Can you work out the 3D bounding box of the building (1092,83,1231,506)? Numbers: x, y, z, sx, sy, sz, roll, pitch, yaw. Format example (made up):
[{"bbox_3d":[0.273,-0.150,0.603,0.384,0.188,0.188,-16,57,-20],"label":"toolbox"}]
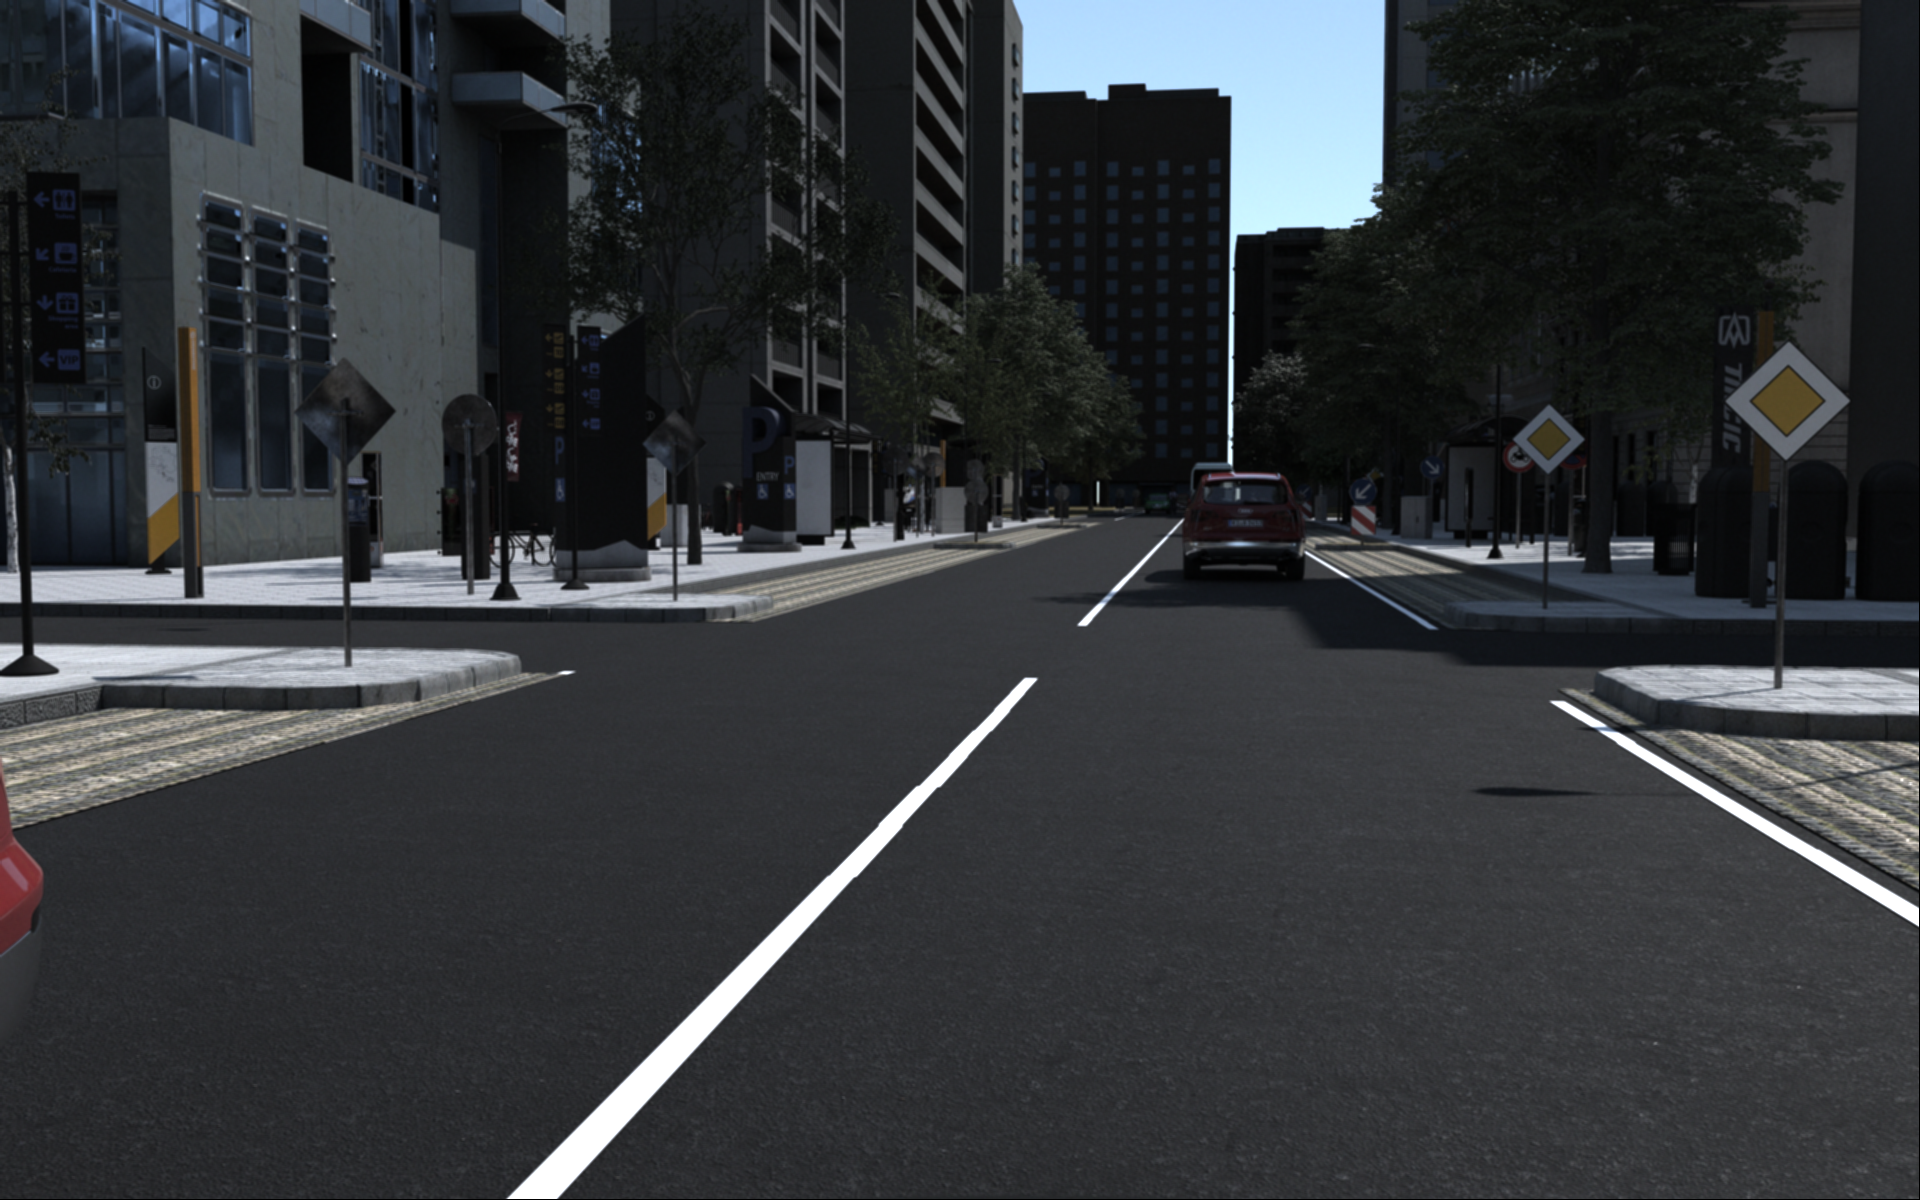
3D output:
[{"bbox_3d":[22.627,-33.151,192.137,14.200,45.320,14.600,0,4,8],"label":"building"}]

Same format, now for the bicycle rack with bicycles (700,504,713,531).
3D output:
[{"bbox_3d":[-9.839,-2.985,62.184,2.852,0.926,2.925,1,4,9],"label":"bicycle rack with bicycles"}]

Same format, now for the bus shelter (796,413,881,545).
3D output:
[{"bbox_3d":[-3.588,-3.185,45.991,2.014,3.302,5.546,0,4,8],"label":"bus shelter"}]

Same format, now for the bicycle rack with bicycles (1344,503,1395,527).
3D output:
[{"bbox_3d":[16.673,-3.303,67.394,2.852,0.926,2.925,-1,4,-17],"label":"bicycle rack with bicycles"}]

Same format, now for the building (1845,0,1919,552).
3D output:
[{"bbox_3d":[30.723,-14.442,29.631,24.014,27.812,14.314,0,4,8],"label":"building"}]

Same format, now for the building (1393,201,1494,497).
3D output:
[{"bbox_3d":[44.356,-16.513,115.021,27.650,21.520,28.899,0,4,8],"label":"building"}]

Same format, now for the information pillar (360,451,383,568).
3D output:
[{"bbox_3d":[-10.163,-1.556,29.930,0.304,2.012,0.304,-1,4,-9],"label":"information pillar"}]

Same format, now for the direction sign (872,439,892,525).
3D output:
[{"bbox_3d":[-3.285,-4.819,70.792,0.876,3.537,0.379,3,5,43],"label":"direction sign"}]

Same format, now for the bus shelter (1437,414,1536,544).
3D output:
[{"bbox_3d":[14.276,-3.232,46.765,2.014,3.302,5.546,0,4,8],"label":"bus shelter"}]

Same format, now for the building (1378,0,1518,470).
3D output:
[{"bbox_3d":[45.643,-36.743,142.739,21.231,58.520,28.212,0,4,8],"label":"building"}]

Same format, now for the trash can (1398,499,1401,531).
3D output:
[{"bbox_3d":[14.234,-2.661,55.166,0.748,1.137,0.748,0,3,0],"label":"trash can"}]

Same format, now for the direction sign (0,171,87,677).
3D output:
[{"bbox_3d":[-6.636,-1.238,12.237,0.876,3.537,0.379,-1,4,-11],"label":"direction sign"}]

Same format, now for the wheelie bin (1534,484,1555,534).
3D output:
[{"bbox_3d":[18.676,-2.904,55.389,0.980,1.594,0.693,1,4,23],"label":"wheelie bin"}]

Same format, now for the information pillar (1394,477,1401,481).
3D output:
[{"bbox_3d":[19.271,-4.398,76.404,0.304,2.012,0.304,0,4,3],"label":"information pillar"}]

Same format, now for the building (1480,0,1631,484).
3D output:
[{"bbox_3d":[32.995,-18.060,81.189,13.634,28.700,20.117,0,4,8],"label":"building"}]

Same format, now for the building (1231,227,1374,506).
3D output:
[{"bbox_3d":[37.106,-25.614,190.485,14.107,30.474,14.160,0,4,8],"label":"building"}]

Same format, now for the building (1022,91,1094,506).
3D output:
[{"bbox_3d":[8.455,-33.228,193.384,14.200,45.320,14.600,0,4,8],"label":"building"}]

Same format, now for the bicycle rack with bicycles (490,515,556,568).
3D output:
[{"bbox_3d":[-7.045,-1.032,30.256,2.852,0.926,2.925,1,4,23],"label":"bicycle rack with bicycles"}]

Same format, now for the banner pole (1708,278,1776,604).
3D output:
[{"bbox_3d":[9.165,-1.847,20.220,0.863,3.779,0.401,0,4,-1],"label":"banner pole"}]

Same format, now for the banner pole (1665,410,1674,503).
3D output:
[{"bbox_3d":[19.348,-3.500,47.235,0.401,3.779,0.863,1,4,11],"label":"banner pole"}]

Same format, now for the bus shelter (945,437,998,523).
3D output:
[{"bbox_3d":[0.479,-5.117,74.947,1.731,3.624,6.357,1,4,8],"label":"bus shelter"}]

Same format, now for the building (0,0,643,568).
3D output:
[{"bbox_3d":[-22.326,-44.743,44.214,22.319,86.520,31.000,0,4,8],"label":"building"}]

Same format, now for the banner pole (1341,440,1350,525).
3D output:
[{"bbox_3d":[15.879,-4.950,70.952,0.401,3.779,0.863,0,4,-1],"label":"banner pole"}]

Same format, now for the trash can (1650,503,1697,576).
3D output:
[{"bbox_3d":[11.298,-0.962,27.390,0.748,1.137,0.748,0,3,0],"label":"trash can"}]

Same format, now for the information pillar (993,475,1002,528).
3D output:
[{"bbox_3d":[1.423,-3.745,65.728,0.304,2.012,0.304,-1,4,-19],"label":"information pillar"}]

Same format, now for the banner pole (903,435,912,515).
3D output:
[{"bbox_3d":[-2.169,-4.962,71.151,0.401,3.779,0.863,-2,4,-33],"label":"banner pole"}]

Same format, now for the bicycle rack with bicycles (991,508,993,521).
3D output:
[{"bbox_3d":[0.205,-4.286,83.455,2.852,0.926,2.925,-1,4,-11],"label":"bicycle rack with bicycles"}]

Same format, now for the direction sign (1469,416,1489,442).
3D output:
[{"bbox_3d":[15.051,-3.568,50.329,0.876,3.537,0.379,-3,4,-37],"label":"direction sign"}]

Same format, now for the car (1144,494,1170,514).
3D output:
[{"bbox_3d":[14.160,-7.028,123.699,1.959,1.807,4.718,1,4,9],"label":"car"}]

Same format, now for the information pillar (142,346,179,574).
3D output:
[{"bbox_3d":[-12.812,-2.226,27.752,0.183,3.616,0.504,3,5,42],"label":"information pillar"}]

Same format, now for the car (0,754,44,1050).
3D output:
[{"bbox_3d":[-2.824,0.477,0.883,2.281,1.827,5.304,0,4,6],"label":"car"}]

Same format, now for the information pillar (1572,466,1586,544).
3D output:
[{"bbox_3d":[16.028,-2.465,44.792,0.304,2.012,0.304,3,5,40],"label":"information pillar"}]

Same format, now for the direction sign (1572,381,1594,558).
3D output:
[{"bbox_3d":[12.656,-2.624,34.904,0.876,3.537,0.379,-2,4,-28],"label":"direction sign"}]

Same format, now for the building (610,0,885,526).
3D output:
[{"bbox_3d":[-14.027,-39.103,77.584,20.563,71.187,20.611,0,4,8],"label":"building"}]

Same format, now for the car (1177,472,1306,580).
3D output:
[{"bbox_3d":[4.966,-1.341,30.597,2.281,1.827,5.304,0,4,8],"label":"car"}]

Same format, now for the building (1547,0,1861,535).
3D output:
[{"bbox_3d":[27.892,-12.081,62.152,10.561,19.102,19.286,0,4,8],"label":"building"}]

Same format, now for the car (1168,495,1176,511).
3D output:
[{"bbox_3d":[17.347,-8.185,146.407,1.945,1.354,3.894,1,4,9],"label":"car"}]

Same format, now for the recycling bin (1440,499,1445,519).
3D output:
[{"bbox_3d":[24.871,-4.624,88.161,0.722,1.027,0.722,-1,4,-16],"label":"recycling bin"}]

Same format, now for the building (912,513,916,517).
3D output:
[{"bbox_3d":[-11.652,-29.650,108.487,21.300,48.544,21.600,0,4,8],"label":"building"}]

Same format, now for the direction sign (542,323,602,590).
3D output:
[{"bbox_3d":[-5.188,-1.911,23.242,0.876,3.537,0.379,-3,5,-43],"label":"direction sign"}]

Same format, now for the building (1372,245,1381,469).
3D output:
[{"bbox_3d":[50.990,-25.457,187.918,14.107,30.474,14.160,0,4,8],"label":"building"}]

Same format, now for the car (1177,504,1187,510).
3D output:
[{"bbox_3d":[19.653,-8.877,157.505,2.083,1.381,4.827,1,4,9],"label":"car"}]

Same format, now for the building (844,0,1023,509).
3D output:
[{"bbox_3d":[-6.011,-32.458,154.382,21.600,48.544,21.300,0,4,8],"label":"building"}]

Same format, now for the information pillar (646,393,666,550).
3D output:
[{"bbox_3d":[-6.959,-2.942,39.460,0.504,3.616,0.183,0,4,4],"label":"information pillar"}]
